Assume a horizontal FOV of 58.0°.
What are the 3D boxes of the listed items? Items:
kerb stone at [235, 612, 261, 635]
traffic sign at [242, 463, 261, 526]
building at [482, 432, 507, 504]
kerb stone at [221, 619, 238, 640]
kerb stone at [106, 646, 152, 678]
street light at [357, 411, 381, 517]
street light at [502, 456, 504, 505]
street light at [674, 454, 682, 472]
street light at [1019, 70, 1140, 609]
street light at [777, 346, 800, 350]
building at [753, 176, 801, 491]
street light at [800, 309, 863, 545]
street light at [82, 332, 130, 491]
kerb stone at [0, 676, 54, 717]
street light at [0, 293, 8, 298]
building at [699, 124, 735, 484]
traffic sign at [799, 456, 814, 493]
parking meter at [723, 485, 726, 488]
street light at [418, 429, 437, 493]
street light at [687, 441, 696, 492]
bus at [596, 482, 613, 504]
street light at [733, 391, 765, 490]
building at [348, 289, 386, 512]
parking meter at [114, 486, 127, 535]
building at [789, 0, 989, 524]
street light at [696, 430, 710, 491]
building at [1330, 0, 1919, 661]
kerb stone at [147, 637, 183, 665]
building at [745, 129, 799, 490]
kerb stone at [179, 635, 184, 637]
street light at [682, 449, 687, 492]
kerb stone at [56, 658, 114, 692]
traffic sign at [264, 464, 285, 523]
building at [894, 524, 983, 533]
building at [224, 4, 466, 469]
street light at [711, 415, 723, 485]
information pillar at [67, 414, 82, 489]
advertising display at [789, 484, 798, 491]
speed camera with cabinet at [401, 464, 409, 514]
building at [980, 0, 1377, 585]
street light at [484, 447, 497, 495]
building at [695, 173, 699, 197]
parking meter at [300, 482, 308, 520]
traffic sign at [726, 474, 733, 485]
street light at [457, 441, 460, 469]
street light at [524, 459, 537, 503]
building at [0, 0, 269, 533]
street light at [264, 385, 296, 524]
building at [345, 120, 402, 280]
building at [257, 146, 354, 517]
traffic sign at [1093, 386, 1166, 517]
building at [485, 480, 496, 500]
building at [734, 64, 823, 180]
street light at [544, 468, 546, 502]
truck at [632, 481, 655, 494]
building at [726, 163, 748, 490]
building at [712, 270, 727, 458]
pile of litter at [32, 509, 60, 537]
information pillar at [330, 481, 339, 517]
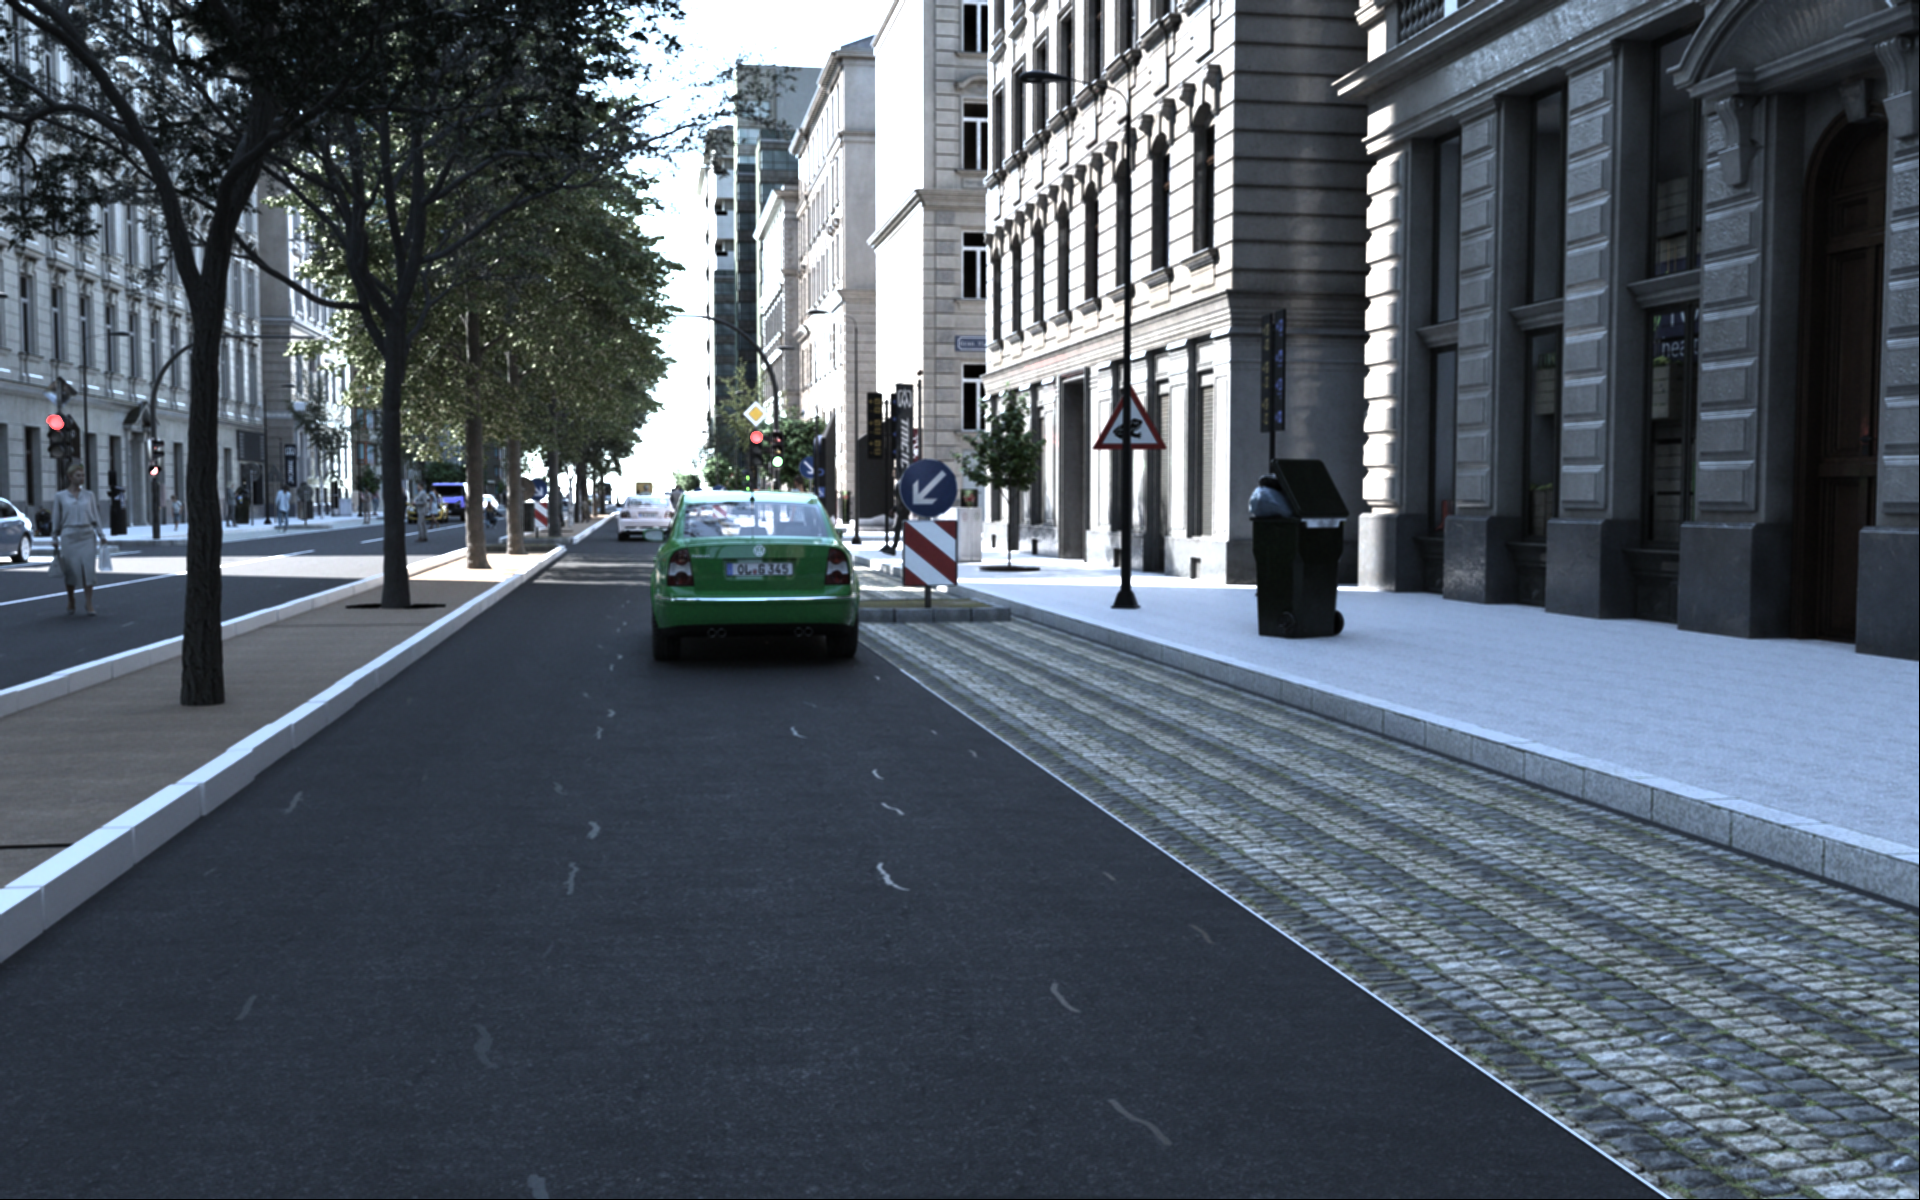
[{"bbox_3d":[-7.417,0.264,17.876,0.120,0.150,1.000,-1,4,-10],"label":"kerb stone"},{"bbox_3d":[-28.594,-4.270,69.915,0.768,2.556,0.104,0,4,-3],"label":"traffic sign"},{"bbox_3d":[-77.560,-24.336,242.931,27.650,21.520,28.899,-1,4,-10],"label":"building"},{"bbox_3d":[-7.237,0.326,16.868,0.120,0.150,1.000,-1,4,-10],"label":"kerb stone"},{"bbox_3d":[-6.686,0.510,13.851,0.120,0.150,1.000,-1,4,-10],"label":"kerb stone"},{"bbox_3d":[-33.229,-7.638,97.420,1.470,5.913,1.316,-1,4,-10],"label":"street light"},{"bbox_3d":[-51.173,-13.669,196.026,1.470,5.913,1.316,-1,4,-10],"label":"street light"},{"bbox_3d":[-33.765,-14.609,211.398,1.470,5.913,1.316,-1,4,-10],"label":"street light"},{"bbox_3d":[1.335,-2.858,19.264,1.470,5.913,1.316,-1,4,-10],"label":"street light"},{"bbox_3d":[-5.055,-5.019,54.594,1.470,5.913,1.316,-1,4,-10],"label":"street light"},{"bbox_3d":[-7.910,-17.701,118.281,11.050,23.489,19.941,-1,4,-10],"label":"building"},{"bbox_3d":[-3.163,-4.359,43.814,1.470,5.913,1.316,-1,4,-10],"label":"street light"},{"bbox_3d":[-24.425,-4.711,49.563,1.470,5.913,1.316,-1,4,-10],"label":"street light"},{"bbox_3d":[-6.325,0.642,11.839,0.120,0.150,1.000,-1,4,-10],"label":"kerb stone"},{"bbox_3d":[-22.645,-4.125,39.988,1.470,5.913,1.316,-1,4,-10],"label":"street light"},{"bbox_3d":[-21.451,-40.140,245.527,28.713,52.752,27.495,-1,4,-10],"label":"building"},{"bbox_3d":[-5.024,-3.553,58.206,0.768,2.556,0.104,0,4,-3],"label":"traffic sign"},{"bbox_3d":[-15.550,-6.659,114.584,0.255,1.863,0.399,3,4,36],"label":"parking meter"},{"bbox_3d":[-38.039,-9.277,124.212,1.470,5.913,1.316,-1,4,-10],"label":"street light"},{"bbox_3d":[-23.090,-11.036,152.977,1.470,5.913,1.316,-1,4,-10],"label":"street light"},{"bbox_3d":[-53.792,-16.303,261.406,2.948,3.499,13.247,-1,4,-11],"label":"bus"},{"bbox_3d":[-9.465,-6.485,78.576,1.470,5.913,1.316,-1,4,-10],"label":"street light"},{"bbox_3d":[-58.377,-17.734,134.984,27.650,21.520,28.899,-1,4,-10],"label":"building"},{"bbox_3d":[-26.557,-2.834,54.744,0.372,1.533,0.369,0,3,0],"label":"parking meter"},{"bbox_3d":[-2.241,-18.292,96.343,12.463,27.353,25.104,-1,4,-10],"label":"building"},{"bbox_3d":[-18.669,-9.568,128.985,1.470,5.913,1.316,-1,4,-10],"label":"street light"},{"bbox_3d":[11.810,-11.371,14.787,11.050,23.489,19.941,-1,4,-10],"label":"building"},{"bbox_3d":[-6.870,0.453,14.857,0.120,0.150,1.000,-1,4,-10],"label":"kerb stone"},{"bbox_3d":[-9.650,-22.606,141.308,14.160,30.474,14.107,-1,4,-10],"label":"building"},{"bbox_3d":[-7.053,0.397,15.863,0.120,0.150,1.000,-1,4,-10],"label":"kerb stone"},{"bbox_3d":[-27.390,-12.508,177.038,1.470,5.913,1.316,-1,4,-10],"label":"street light"},{"bbox_3d":[-6.510,0.572,12.844,0.120,0.150,1.000,-1,4,-10],"label":"kerb stone"},{"bbox_3d":[-30.001,-4.638,75.833,0.884,2.594,0.081,0,4,-6],"label":"traffic sign"},{"bbox_3d":[9.651,-16.305,63.849,25.104,27.353,12.463,-1,4,-10],"label":"building"},{"bbox_3d":[-62.448,-38.822,176.739,21.231,58.520,28.212,-1,4,-10],"label":"building"},{"bbox_3d":[-13.779,-7.949,102.502,1.470,5.913,1.316,-1,4,-10],"label":"street light"},{"bbox_3d":[-26.160,-3.660,51.194,0.183,3.616,0.504,0,4,5],"label":"information pillar"},{"bbox_3d":[-8.152,-5.021,87.305,0.974,1.923,0.123,-2,4,-34],"label":"advertising display"},{"bbox_3d":[-36.282,-7.248,112.838,0.660,3.252,2.038,-1,4,-13],"label":"speed camera with cabinet"},{"bbox_3d":[6.753,-11.264,33.325,9.793,20.994,18.267,-1,4,-10],"label":"building"},{"bbox_3d":[-46.691,-12.203,172.061,1.470,5.913,1.316,-1,4,-10],"label":"street light"},{"bbox_3d":[-26.597,-41.789,272.487,28.713,52.752,27.495,-1,4,-10],"label":"building"},{"bbox_3d":[-32.335,-4.872,85.370,0.255,1.863,0.399,-1,4,-11],"label":"parking meter"},{"bbox_3d":[-14.061,-6.539,106.916,0.884,2.594,0.081,0,4,-7],"label":"traffic sign"},{"bbox_3d":[-42.408,-10.739,148.129,1.470,5.913,1.316,-1,4,-10],"label":"street light"},{"bbox_3d":[-57.260,-15.737,229.843,1.470,5.913,1.316,-1,4,-10],"label":"street light"},{"bbox_3d":[-41.057,-17.983,70.442,17.030,29.872,44.131,-1,4,-10],"label":"building"},{"bbox_3d":[-28.861,-6.173,73.468,1.470,5.913,1.316,-1,4,-10],"label":"street light"},{"bbox_3d":[-55.029,-30.986,156.728,14.600,45.320,14.200,-1,4,-10],"label":"building"},{"bbox_3d":[-44.468,-19.394,102.996,13.634,28.700,20.117,-1,4,-10],"label":"building"},{"bbox_3d":[2.023,-1.269,20.746,0.884,2.594,0.081,0,4,-3],"label":"traffic sign"},{"bbox_3d":[-75.315,-32.044,215.807,32.217,40.220,23.993,-1,4,-10],"label":"building"},{"bbox_3d":[-14.989,-29.709,169.344,14.154,41.232,14.086,-1,4,-10],"label":"building"},{"bbox_3d":[-61.734,-17.224,254.145,1.470,5.913,1.316,-1,4,-10],"label":"street light"},{"bbox_3d":[-47.295,-16.105,259.237,3.469,3.379,9.791,-1,4,-11],"label":"truck"},{"bbox_3d":[-13.185,-23.452,155.133,14.160,30.474,14.107,-1,4,-10],"label":"building"},{"bbox_3d":[-24.982,-27.692,224.463,14.160,30.474,14.107,-1,4,-10],"label":"building"},{"bbox_3d":[-27.702,-2.317,51.852,1.176,0.858,1.719,1,4,21],"label":"pile of litter"},{"bbox_3d":[-35.733,-5.778,98.965,0.304,2.012,0.304,3,4,38],"label":"information pillar"}]
